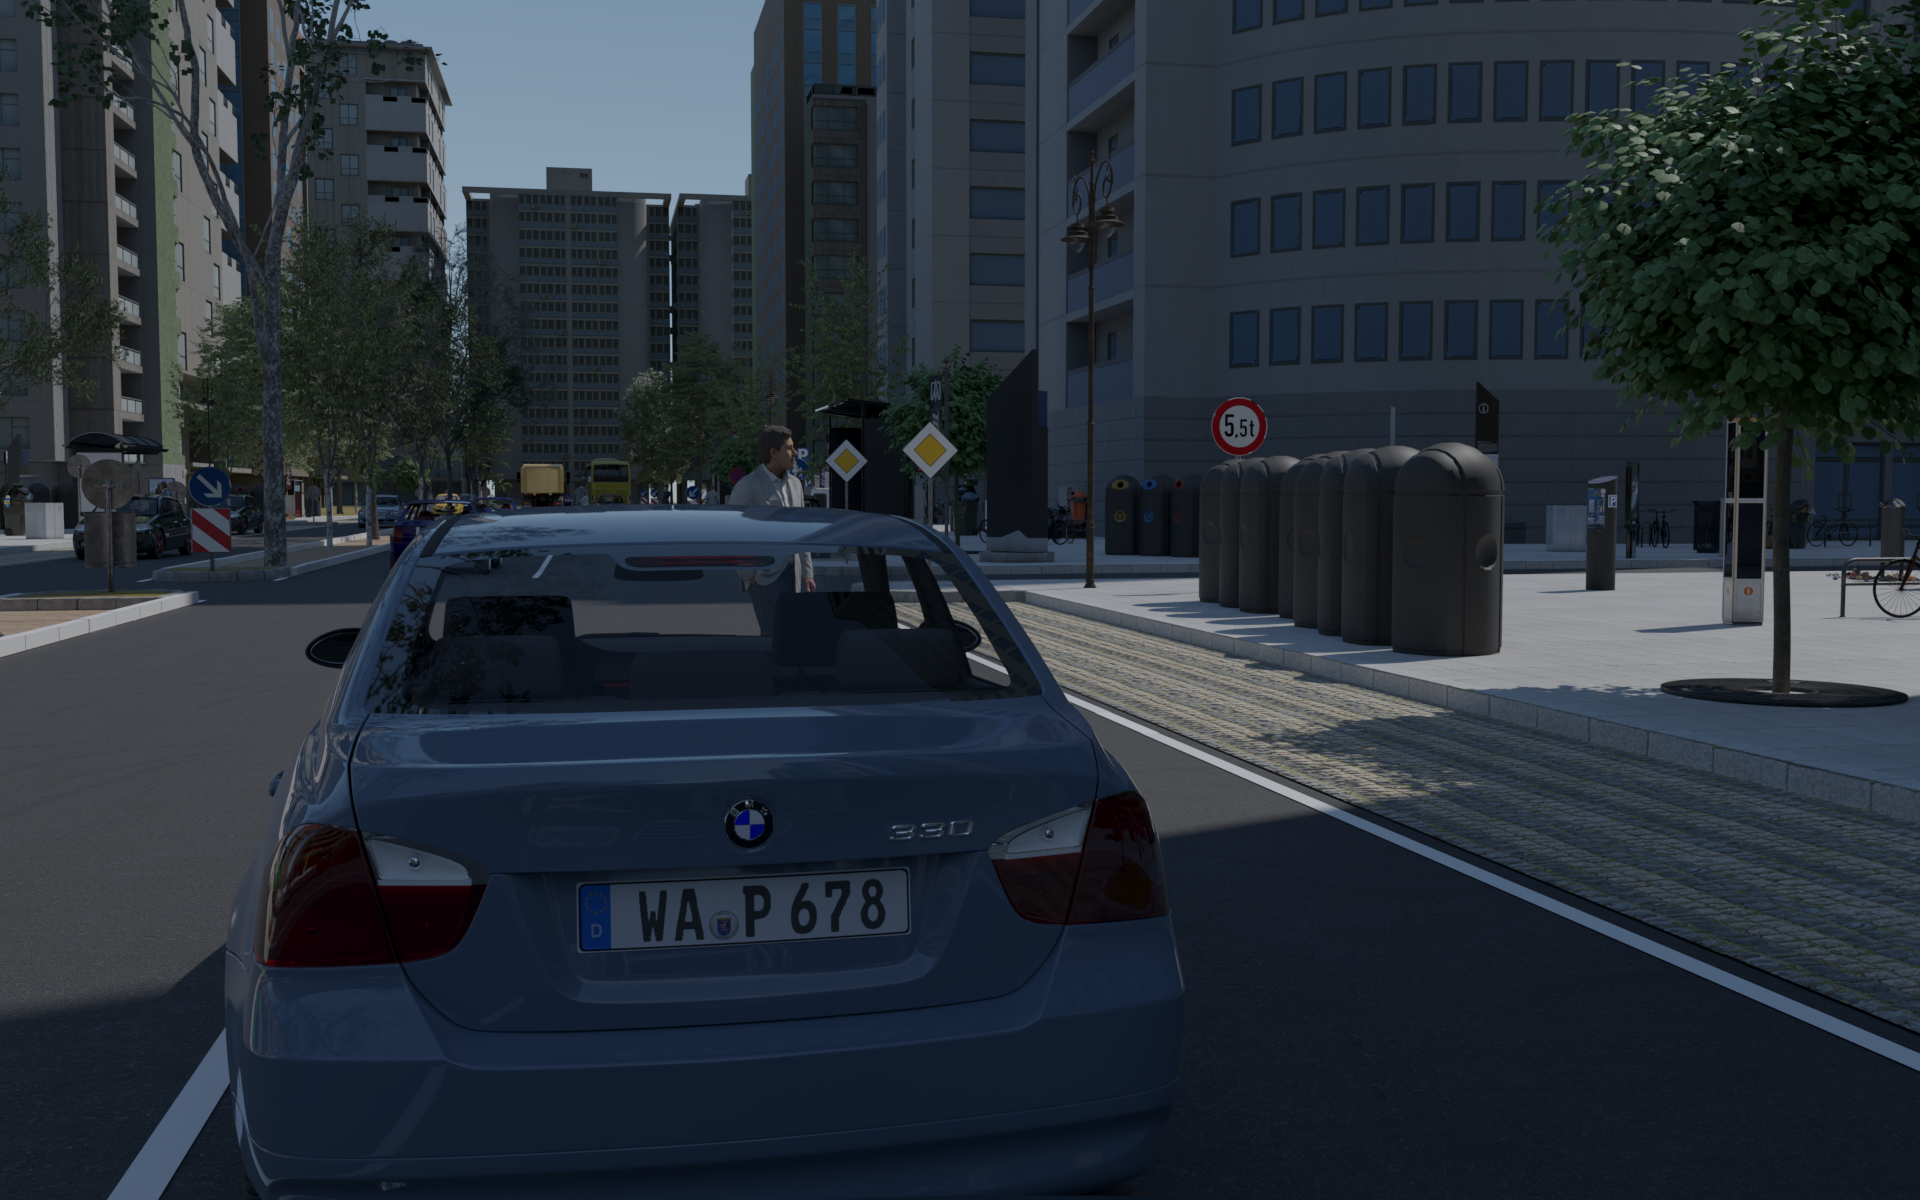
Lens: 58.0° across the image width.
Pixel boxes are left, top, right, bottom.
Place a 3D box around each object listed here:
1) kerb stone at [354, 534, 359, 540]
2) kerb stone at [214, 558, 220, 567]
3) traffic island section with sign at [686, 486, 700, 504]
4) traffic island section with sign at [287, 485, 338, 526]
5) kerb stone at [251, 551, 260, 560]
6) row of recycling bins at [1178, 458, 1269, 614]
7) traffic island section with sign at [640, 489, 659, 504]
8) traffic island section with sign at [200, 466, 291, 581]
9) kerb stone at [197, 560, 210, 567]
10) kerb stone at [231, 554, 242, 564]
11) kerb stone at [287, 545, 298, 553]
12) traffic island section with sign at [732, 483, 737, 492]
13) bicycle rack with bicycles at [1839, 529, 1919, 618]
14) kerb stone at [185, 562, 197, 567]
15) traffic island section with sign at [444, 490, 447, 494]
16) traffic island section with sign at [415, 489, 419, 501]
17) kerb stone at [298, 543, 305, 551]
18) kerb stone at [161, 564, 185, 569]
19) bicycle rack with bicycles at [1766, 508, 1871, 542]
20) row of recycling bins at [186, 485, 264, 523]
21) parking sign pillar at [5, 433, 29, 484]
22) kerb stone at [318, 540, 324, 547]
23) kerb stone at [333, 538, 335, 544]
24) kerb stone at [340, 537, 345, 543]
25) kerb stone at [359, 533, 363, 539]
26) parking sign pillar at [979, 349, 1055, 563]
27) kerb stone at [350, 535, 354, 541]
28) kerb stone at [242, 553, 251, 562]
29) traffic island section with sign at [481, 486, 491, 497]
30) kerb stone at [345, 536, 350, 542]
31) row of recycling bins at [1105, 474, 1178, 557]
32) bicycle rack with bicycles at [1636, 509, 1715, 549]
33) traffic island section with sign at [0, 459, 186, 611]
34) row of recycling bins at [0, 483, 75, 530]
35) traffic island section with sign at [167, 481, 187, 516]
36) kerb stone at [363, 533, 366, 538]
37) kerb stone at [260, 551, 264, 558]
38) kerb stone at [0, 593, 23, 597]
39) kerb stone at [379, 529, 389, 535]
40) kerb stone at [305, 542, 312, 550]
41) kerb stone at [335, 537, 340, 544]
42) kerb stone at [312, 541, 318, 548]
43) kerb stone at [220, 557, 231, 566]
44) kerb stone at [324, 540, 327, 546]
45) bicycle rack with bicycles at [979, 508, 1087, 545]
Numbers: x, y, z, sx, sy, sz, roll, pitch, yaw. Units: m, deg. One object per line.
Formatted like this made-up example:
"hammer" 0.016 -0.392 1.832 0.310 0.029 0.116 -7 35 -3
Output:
"kerb stone" -18.776 -1.914 53.493 0.120 0.150 1.000 -1 4 -12
"kerb stone" -14.510 -0.689 33.467 0.120 0.150 1.000 -1 4 -12
"traffic island section with sign" -12.828 -4.508 82.334 1.989 1.847 2.006 -1 4 -12
"traffic island section with sign" -29.442 -4.296 78.861 1.989 1.847 2.006 -1 4 -12
"kerb stone" -15.364 -0.934 37.466 0.120 0.150 1.000 -1 4 -12
"row of recycling bins" 3.480 -0.742 19.239 1.069 1.692 3.534 -1 4 -9
"traffic island section with sign" -23.306 -7.511 131.433 1.989 1.847 2.006 -1 4 -12
"traffic island section with sign" -12.550 -1.297 29.335 2.006 1.907 1.989 -1 4 -12
"kerb stone" -14.288 -0.628 32.469 0.120 0.150 1.000 -1 4 -12
"kerb stone" -14.930 -0.804 35.469 0.120 0.150 1.000 -1 4 -12
"kerb stone" -16.432 -1.238 42.468 0.120 0.150 1.000 -1 4 -12
"traffic island section with sign" -7.204 -2.896 55.969 1.989 1.847 2.006 -1 4 -12
"bicycle rack with bicycles" 10.430 -0.237 17.261 2.925 0.926 2.852 -1 4 -11
"kerb stone" -14.083 -0.567 31.467 0.120 0.150 1.000 -1 4 -12
"traffic island section with sign" -45.542 -8.912 154.346 1.989 1.847 2.006 -1 4 -12
"traffic island section with sign" -39.922 -7.300 127.981 1.989 1.847 2.006 -1 4 -12
"kerb stone" -16.641 -1.301 43.474 0.120 0.150 1.000 -1 4 -12
"kerb stone" -13.866 -0.505 30.468 0.120 0.150 1.000 -1 4 -12
"bicycle rack with bicycles" 20.956 -1.805 42.894 2.925 0.926 2.852 -2 4 -28
"row of recycling bins" -32.714 -4.301 77.436 3.534 1.692 1.069 -3 5 -39
"parking sign pillar" -42.114 -5.436 77.353 1.447 3.967 1.447 3 4 36
"kerb stone" -17.287 -1.486 46.485 0.120 0.150 1.000 -1 4 -12
"kerb stone" -17.716 -1.608 48.491 0.120 0.150 1.000 -1 4 -12
"kerb stone" -18.136 -1.731 50.492 0.120 0.150 1.000 -1 4 -12
"kerb stone" -18.999 -1.975 54.492 0.120 0.150 1.000 -1 4 -12
"parking sign pillar" 1.081 -2.715 32.856 1.447 3.967 1.447 -3 5 -40
"kerb stone" -18.565 -1.852 52.492 0.120 0.150 1.000 -1 4 -12
"kerb stone" -15.153 -0.873 36.466 0.120 0.150 1.000 -1 4 -12
"traffic island section with sign" -28.244 -5.791 102.823 2.006 1.907 1.989 -1 4 -12
"kerb stone" -18.358 -1.792 51.490 0.120 0.150 1.000 -1 4 -12
"row of recycling bins" 4.405 -1.744 35.635 1.069 1.692 3.534 -3 5 -43
"bicycle rack with bicycles" 17.295 -1.730 41.670 2.852 0.926 2.925 2 4 29
"traffic island section with sign" -11.013 -0.853 22.089 2.006 1.907 1.989 -1 4 -12
"row of recycling bins" -33.904 -3.408 62.841 3.534 1.692 1.069 -3 5 -44
"traffic island section with sign" -23.805 -2.680 52.449 1.989 1.847 2.006 -1 4 -12
"kerb stone" -19.203 -2.037 55.494 0.120 0.150 1.000 -1 4 -12
"kerb stone" -15.574 -0.995 38.469 0.120 0.150 1.000 -1 4 -12
"kerb stone" -12.049 0.017 21.919 0.120 0.150 1.000 -1 4 -12
"kerb stone" -20.498 -2.405 61.519 0.120 0.150 1.000 -1 4 -12
"kerb stone" -16.856 -1.363 44.473 0.120 0.150 1.000 -1 4 -12
"kerb stone" -17.929 -1.669 49.491 0.120 0.150 1.000 -1 4 -12
"kerb stone" -17.071 -1.424 45.481 0.120 0.150 1.000 -1 4 -12
"kerb stone" -14.721 -0.747 34.467 0.120 0.150 1.000 -1 4 -12
"kerb stone" -17.504 -1.544 47.484 0.120 0.150 1.000 -1 4 -12
"bicycle rack with bicycles" 2.131 -1.915 44.686 2.852 0.926 2.925 -2 4 -26
